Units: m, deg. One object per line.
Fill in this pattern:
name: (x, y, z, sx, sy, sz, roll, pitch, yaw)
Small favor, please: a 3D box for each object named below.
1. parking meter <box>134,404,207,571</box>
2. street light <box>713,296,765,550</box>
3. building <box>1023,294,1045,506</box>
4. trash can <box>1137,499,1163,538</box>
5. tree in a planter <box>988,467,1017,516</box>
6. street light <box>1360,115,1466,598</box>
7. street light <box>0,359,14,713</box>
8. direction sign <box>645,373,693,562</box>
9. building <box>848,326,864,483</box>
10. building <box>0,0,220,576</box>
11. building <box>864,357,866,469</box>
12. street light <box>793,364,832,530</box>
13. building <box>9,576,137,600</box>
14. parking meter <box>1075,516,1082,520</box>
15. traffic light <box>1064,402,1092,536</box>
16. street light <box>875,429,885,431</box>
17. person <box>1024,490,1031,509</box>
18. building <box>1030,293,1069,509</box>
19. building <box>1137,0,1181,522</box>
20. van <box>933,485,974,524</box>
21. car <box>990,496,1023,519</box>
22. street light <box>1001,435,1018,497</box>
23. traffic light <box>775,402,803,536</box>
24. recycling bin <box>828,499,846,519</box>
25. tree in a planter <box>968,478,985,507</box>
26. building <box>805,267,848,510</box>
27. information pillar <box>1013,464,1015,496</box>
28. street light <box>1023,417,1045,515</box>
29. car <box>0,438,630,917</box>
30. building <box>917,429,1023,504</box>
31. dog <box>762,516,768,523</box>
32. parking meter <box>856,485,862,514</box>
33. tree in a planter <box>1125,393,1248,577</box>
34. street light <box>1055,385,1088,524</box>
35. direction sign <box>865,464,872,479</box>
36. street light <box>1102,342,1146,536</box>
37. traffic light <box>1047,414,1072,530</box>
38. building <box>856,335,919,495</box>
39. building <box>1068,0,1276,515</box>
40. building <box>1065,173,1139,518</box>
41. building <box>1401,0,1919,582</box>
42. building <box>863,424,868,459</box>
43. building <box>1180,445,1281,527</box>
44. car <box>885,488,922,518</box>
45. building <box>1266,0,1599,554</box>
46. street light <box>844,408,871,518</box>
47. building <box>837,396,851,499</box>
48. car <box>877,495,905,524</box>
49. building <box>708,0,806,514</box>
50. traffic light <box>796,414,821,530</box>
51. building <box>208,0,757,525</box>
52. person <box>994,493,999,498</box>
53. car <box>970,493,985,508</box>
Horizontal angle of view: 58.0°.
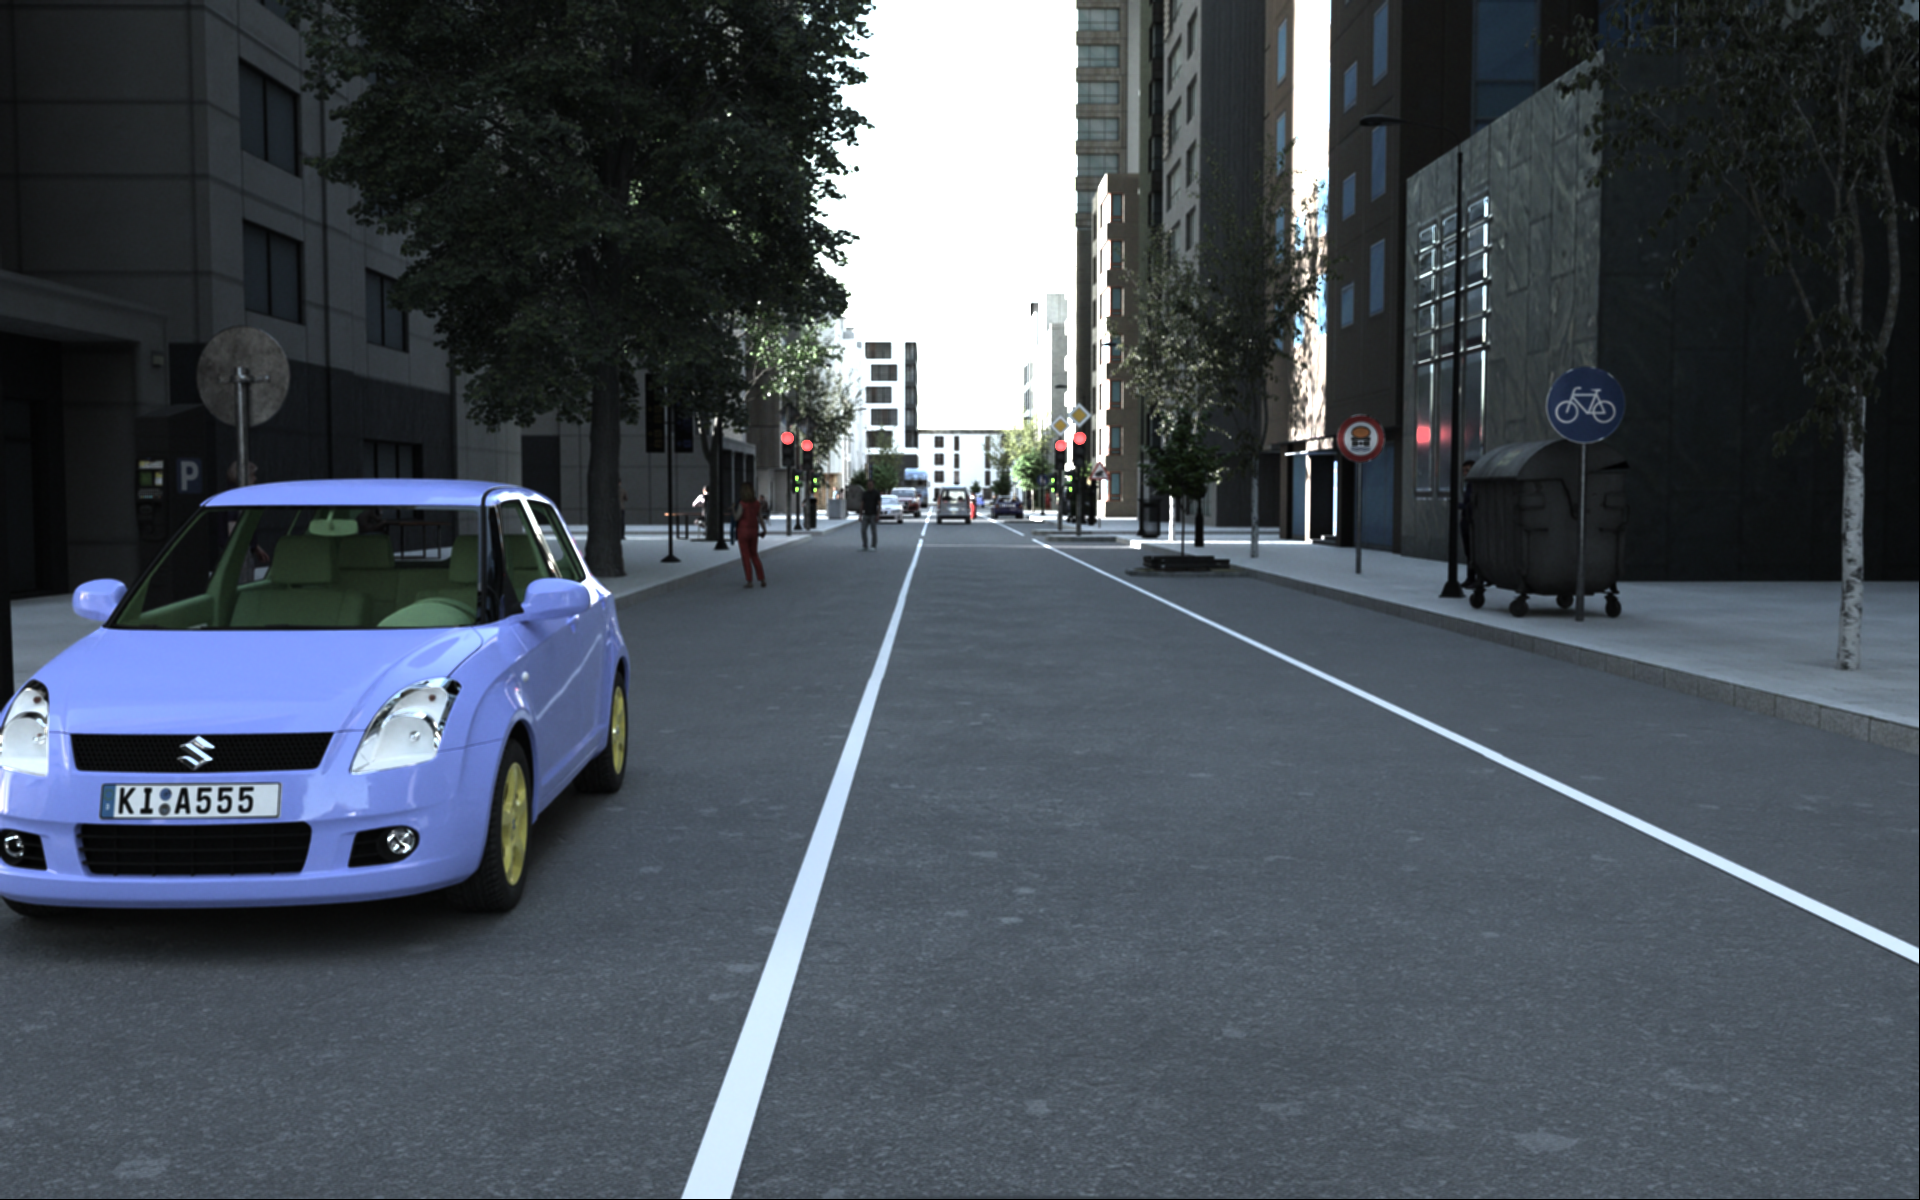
parking meter: (-5.026, -0.327, 11.063, 0.255, 1.863, 0.399, 1, 4, 17)
street light: (-4.969, -4.115, 39.826, 1.470, 5.913, 1.316, 0, 4, -1)
building: (20.820, -21.364, 193.268, 27.936, 21.610, 32.646, 0, 4, -1)
trash can: (5.540, -2.378, 50.534, 0.748, 1.137, 0.748, 0, 3, 0)
tree in a planter: (2.831, -7.121, 113.648, 1.991, 3.239, 1.994, 0, 4, -1)
street light: (5.597, -2.989, 21.406, 1.470, 5.913, 1.316, 0, 4, -1)
street light: (-4.539, -2.232, 9.028, 1.470, 5.913, 1.316, 0, 4, -1)
direction sign: (-5.467, -2.485, 32.632, 0.876, 3.537, 0.379, 0, 4, -6)
building: (-18.598, -19.893, 181.675, 16.016, 20.091, 11.380, 0, 4, -1)
building: (-22.498, -36.583, 36.379, 20.611, 71.187, 20.563, 0, 4, -1)
building: (-18.464, -20.588, 193.037, 16.016, 20.091, 11.380, 0, 4, -1)
street light: (-5.254, -5.457, 61.767, 1.470, 5.913, 1.316, 0, 4, -1)
building: (-20.615, -35.354, 16.292, 20.563, 71.187, 20.611, 0, 4, -1)
parking meter: (5.388, -4.284, 78.462, 0.372, 1.533, 0.369, 0, 3, 0)
traffic light: (3.629, -3.929, 53.161, 0.839, 4.253, 0.868, 0, 4, -1)
street light: (-6.060, -9.269, 124.086, 1.470, 5.913, 1.316, 0, 4, -1)
person: (5.906, -8.771, 149.466, 0.705, 1.822, 1.348, -2, 4, -26)
building: (15.743, -18.005, 160.836, 16.747, 18.905, 31.486, 0, 4, -1)
building: (15.654, -19.223, 86.000, 14.160, 30.474, 14.107, 0, 4, -1)
van: (-0.311, -4.727, 84.303, 2.013, 2.044, 4.112, 0, 4, -1)
car: (2.740, -5.422, 101.226, 1.945, 1.354, 3.894, 0, 4, -2)
street light: (3.924, -9.980, 135.711, 1.470, 5.913, 1.316, 0, 4, -1)
traffic light: (-5.231, -3.921, 53.022, 0.839, 4.253, 0.868, 0, 4, -1)
recycling bin: (-6.274, -4.647, 88.525, 0.722, 1.027, 0.722, 1, 4, 19)
tree in a planter: (1.750, -11.831, 190.666, 1.991, 3.239, 1.994, 0, 4, -1)
building: (-17.758, -17.478, 142.191, 16.016, 20.091, 11.380, 0, 4, -1)
information pillar: (4.166, -8.674, 133.177, 0.183, 3.616, 0.504, -1, 4, -10)
street light: (4.483, -8.096, 104.915, 1.470, 5.913, 1.316, 0, 4, -1)
car: (-2.406, 0.158, 7.016, 1.945, 1.707, 3.694, 0, 4, -3)
building: (8.475, -17.480, 227.945, 28.070, 9.664, 9.099, 0, 4, -1)
dog: (-8.622, -3.642, 76.382, 0.540, 0.507, 0.406, 0, 4, -1)
parking meter: (-6.500, -6.454, 111.230, 0.399, 1.863, 0.255, -1, 4, -15)
tree in a planter: (3.976, -2.053, 30.788, 1.991, 3.239, 1.994, 0, 4, -1)
street light: (4.748, -6.203, 73.961, 1.470, 5.913, 1.316, 0, 4, -1)
direction sign: (-6.818, -8.378, 128.973, 0.379, 3.537, 0.876, 2, 4, 33)
street light: (5.054, -4.931, 53.167, 1.470, 5.913, 1.316, 0, 4, -1)
traffic light: (3.518, -4.417, 61.145, 0.839, 4.253, 0.868, 0, 4, -1)
building: (-22.006, -23.990, 236.210, 32.646, 21.610, 27.936, 0, 4, -1)
building: (14.988, -27.242, 128.993, 14.154, 41.232, 14.086, 0, 4, -1)
building: (21.500, -16.097, 108.231, 27.650, 21.520, 28.899, 0, 4, -1)
building: (20.505, -43.135, 17.923, 22.319, 86.520, 31.000, 0, 4, -1)
building: (-25.151, -16.068, 204.859, 28.070, 9.664, 9.099, 0, 4, -1)
building: (15.968, -23.621, 69.794, 14.086, 41.232, 14.154, 0, 4, -1)
car: (-3.484, -5.996, 106.709, 2.281, 1.827, 5.304, 0, 4, 1)
building: (15.867, -23.970, 42.027, 14.600, 45.320, 14.200, 0, 4, -1)
street light: (-5.662, -7.381, 93.216, 1.470, 5.913, 1.316, 0, 4, -1)
building: (-14.661, -13.467, 162.335, 9.099, 9.664, 28.070, 0, 4, -1)
car: (-3.746, -4.484, 85.673, 2.083, 1.381, 4.827, 0, 4, -2)
building: (-17.371, -26.079, 109.993, 14.154, 41.232, 14.086, 0, 4, -1)
traffic light: (-5.342, -4.409, 61.007, 0.839, 4.253, 0.868, 0, 4, -1)
building: (-20.354, -39.251, 80.008, 20.563, 71.187, 20.611, 0, 4, -1)
person: (4.551, -12.440, 209.970, 0.750, 1.759, 0.617, -3, 5, -39)
car: (1.690, -10.564, 182.313, 1.945, 1.707, 3.694, 0, 4, -1)
